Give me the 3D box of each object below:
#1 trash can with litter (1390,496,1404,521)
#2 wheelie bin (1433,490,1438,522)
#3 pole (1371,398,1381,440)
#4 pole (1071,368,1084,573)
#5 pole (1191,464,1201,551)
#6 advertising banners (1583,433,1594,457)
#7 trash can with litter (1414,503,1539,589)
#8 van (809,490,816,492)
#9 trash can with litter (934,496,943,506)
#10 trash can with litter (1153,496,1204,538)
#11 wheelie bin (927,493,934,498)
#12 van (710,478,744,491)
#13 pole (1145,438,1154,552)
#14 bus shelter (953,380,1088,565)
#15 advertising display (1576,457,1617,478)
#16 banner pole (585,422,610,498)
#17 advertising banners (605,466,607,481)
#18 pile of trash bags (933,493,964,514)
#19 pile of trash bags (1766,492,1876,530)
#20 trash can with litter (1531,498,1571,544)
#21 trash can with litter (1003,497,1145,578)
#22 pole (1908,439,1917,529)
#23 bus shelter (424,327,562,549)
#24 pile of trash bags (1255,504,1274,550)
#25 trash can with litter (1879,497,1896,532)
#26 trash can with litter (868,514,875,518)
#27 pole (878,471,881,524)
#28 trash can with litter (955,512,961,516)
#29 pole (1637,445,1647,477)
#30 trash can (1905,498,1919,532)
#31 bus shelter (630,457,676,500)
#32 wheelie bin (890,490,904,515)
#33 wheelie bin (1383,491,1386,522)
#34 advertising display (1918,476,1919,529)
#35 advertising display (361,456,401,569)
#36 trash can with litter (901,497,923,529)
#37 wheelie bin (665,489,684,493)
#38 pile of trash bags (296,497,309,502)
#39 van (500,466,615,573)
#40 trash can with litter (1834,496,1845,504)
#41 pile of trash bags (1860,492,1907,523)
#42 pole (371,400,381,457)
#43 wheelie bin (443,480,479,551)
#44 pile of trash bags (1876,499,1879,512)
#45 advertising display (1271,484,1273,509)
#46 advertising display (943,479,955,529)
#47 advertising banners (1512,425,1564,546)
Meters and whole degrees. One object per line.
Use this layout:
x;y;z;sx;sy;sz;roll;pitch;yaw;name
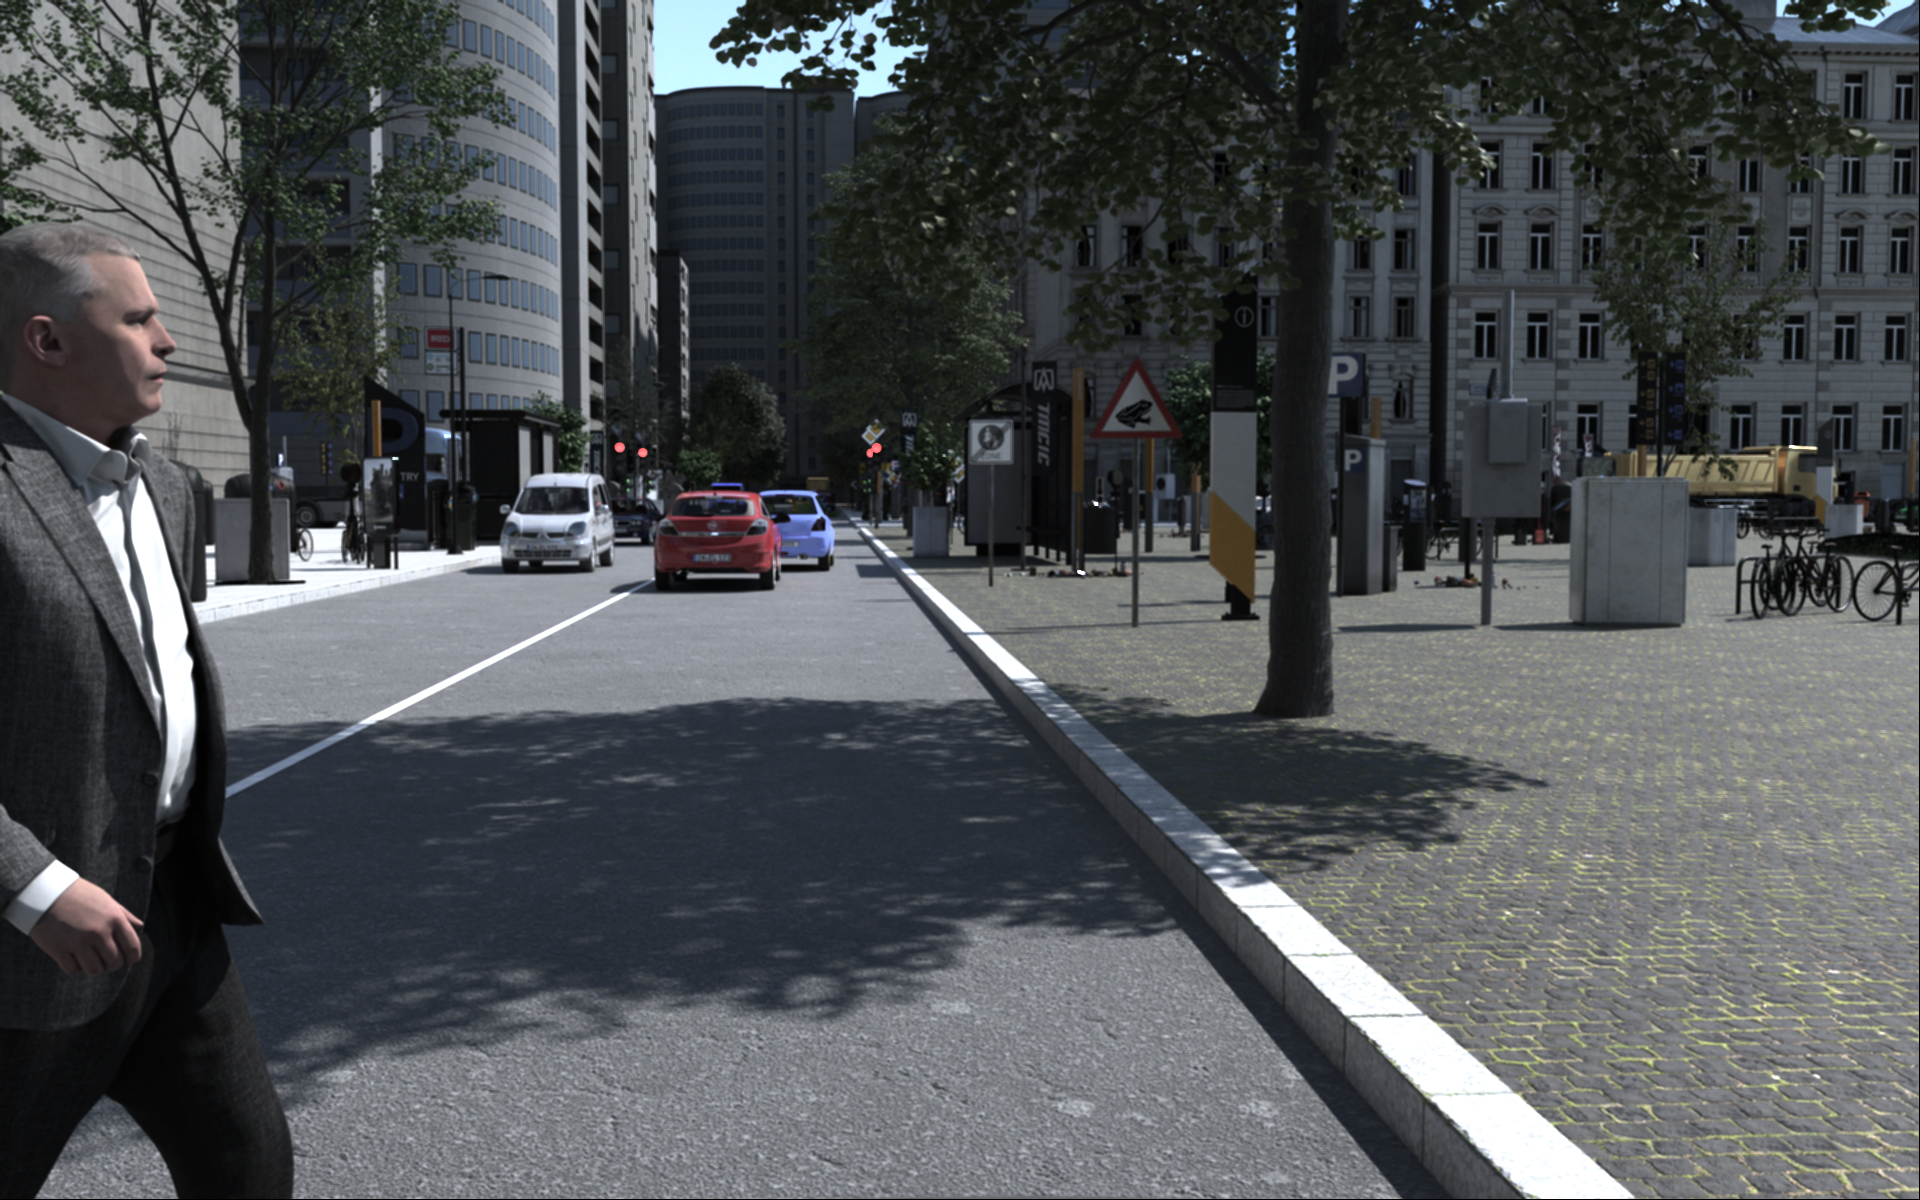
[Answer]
20.592;-4.233;80.602;1.055;1.170;0.624;0;4;5;trash can with litter
20.335;-4.120;75.263;0.693;1.594;0.980;-2;4;-26;wheelie bin
8.818;-2.626;36.776;0.158;3.312;0.155;0;3;0;pole
1.920;-2.103;28.224;0.158;3.312;0.155;0;3;0;pole
5.277;-2.744;38.707;0.158;3.312;0.155;0;3;0;pole
18.762;-3.325;50.549;2.074;3.025;0.090;-3;4;-36;advertising banners
7.295;-0.821;24.480;1.678;1.210;2.233;1;4;17;trash can with litter
-14.148;-9.943;169.584;2.013;2.044;4.112;0;4;-5;van
-0.978;-5.000;93.137;0.624;1.170;1.055;-1;4;-23;trash can with litter
6.429;-2.477;51.562;1.678;1.210;2.233;1;4;17;trash can with litter
-2.164;-7.463;129.925;0.693;1.594;0.980;1;4;20;wheelie bin
-12.828;-5.565;95.377;2.240;2.365;5.245;0;4;-6;van
4.162;-2.704;38.046;0.158;3.312;0.155;0;3;0;pole
1.062;-2.417;33.445;2.014;3.302;5.546;0;4;-4;bus shelter
11.051;-1.523;30.114;0.974;1.923;0.123;-2;4;-34;advertising display
-12.367;-4.268;59.807;0.863;3.779;0.401;-1;4;-18;banner pole
-22.095;-6.817;107.642;0.090;3.025;2.074;-1;4;-20;advertising banners
-0.366;-6.135;110.062;3.447;1.369;1.912;3;5;40;pile of trash bags
31.007;-3.234;62.629;3.447;1.369;1.912;2;4;24;pile of trash bags
15.378;-2.045;44.819;1.055;1.170;0.624;0;4;-5;trash can with litter
1.803;-0.986;27.173;2.233;1.210;1.678;0;4;3;trash can with litter
35.118;-4.284;63.891;0.158;3.312;0.155;0;3;0;pole
-11.948;-4.081;44.357;2.179;5.291;8.768;0;4;-5;bus shelter
6.948;-1.916;41.081;1.912;1.369;3.447;-1;4;-14;pile of trash bags
26.941;-2.395;50.215;1.678;1.210;2.233;2;4;33;trash can with litter
-4.780;-5.022;93.494;0.624;1.170;1.055;-1;4;-19;trash can with litter
-3.476;-4.926;74.387;0.158;3.312;0.155;0;3;0;pole
-1.003;-5.540;101.635;2.233;1.210;1.678;0;4;2;trash can with litter
16.385;-2.923;41.642;0.158;3.312;0.155;0;3;0;pole
32.048;-2.834;57.987;0.748;1.137;0.748;0;3;0;trash can
-17.313;-6.361;97.933;2.014;3.302;5.546;0;4;-4;bus shelter
-3.817;-5.879;104.036;0.980;1.594;0.693;3;5;42;wheelie bin
17.743;-4.042;73.988;0.693;1.594;0.980;-3;5;-42;wheelie bin
17.335;-1.539;30.381;0.974;1.923;0.123;0;4;3;advertising display
-9.944;-1.501;29.752;0.974;1.923;0.123;3;5;39;advertising display
-1.614;-3.159;63.044;1.055;1.170;0.624;0;4;-1;trash can with litter
-15.000;-4.986;89.427;0.980;1.594;0.693;-3;5;-43;wheelie bin
-27.730;-3.758;71.201;1.912;1.369;3.447;-1;4;-23;pile of trash bags
-7.623;-1.589;32.988;2.013;2.044;4.112;0;4;-4;van
64.221;-6.925;124.284;2.233;1.210;1.678;-1;4;-17;trash can with litter
42.855;-4.185;78.170;3.447;1.369;1.912;-1;4;-19;pile of trash bags
-12.683;-2.682;37.699;0.158;3.312;0.155;0;3;0;pole
-11.326;-1.925;39.378;0.693;1.594;0.980;0;4;-4;wheelie bin
39.811;-4.180;78.097;1.912;1.369;3.447;0;4;1;pile of trash bags
10.434;-3.137;56.504;0.123;1.923;0.974;3;5;40;advertising display
-0.400;-3.623;64.452;0.123;1.923;0.974;1;4;19;advertising display
14.579;-2.901;43.620;2.074;3.025;0.090;-3;4;-37;advertising banners
